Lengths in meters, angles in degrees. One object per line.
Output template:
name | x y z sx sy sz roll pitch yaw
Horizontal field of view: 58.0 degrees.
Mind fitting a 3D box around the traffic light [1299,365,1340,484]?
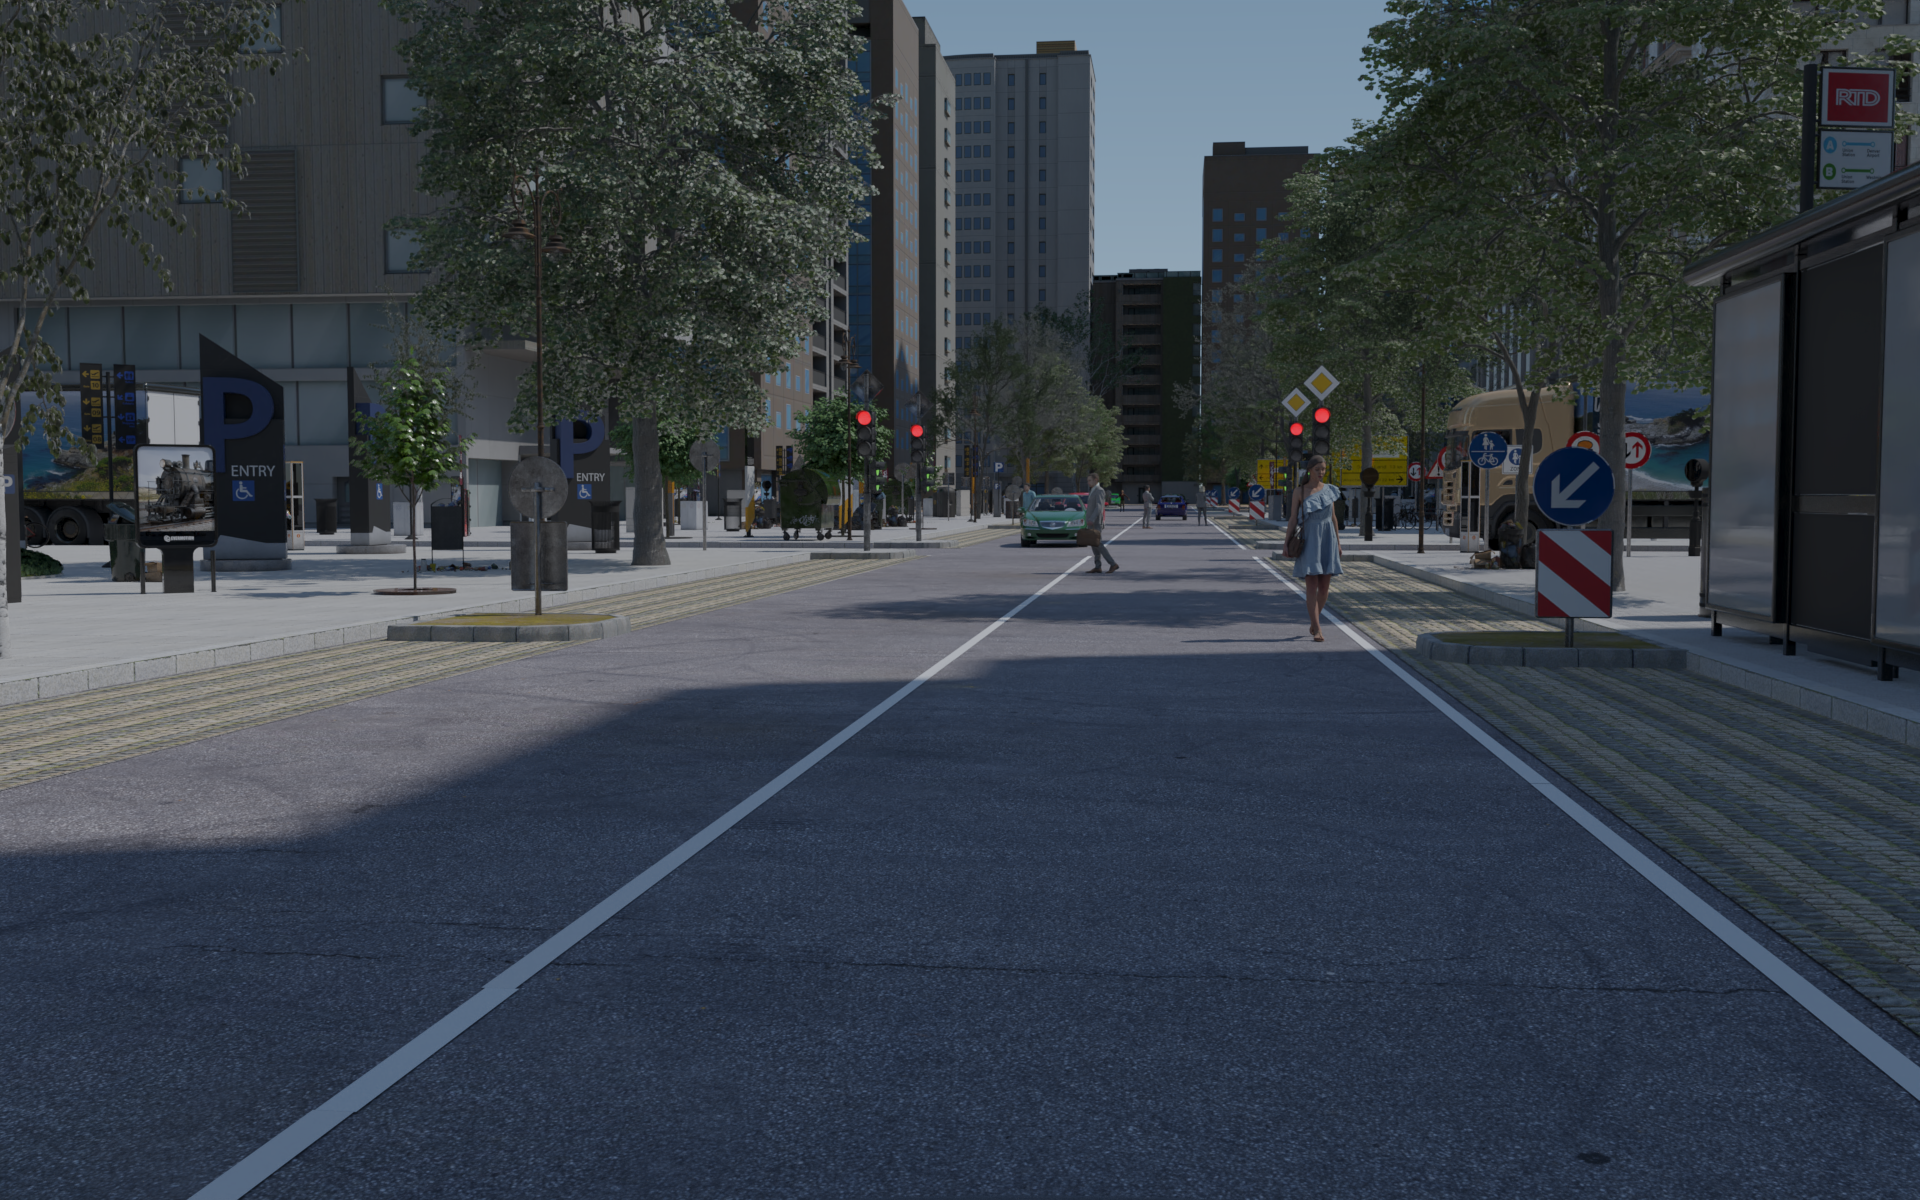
traffic light | 7.852 -2.990 37.809 0.839 4.253 0.868 0 4 7

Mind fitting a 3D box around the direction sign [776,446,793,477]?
direction sign | -8.192 -5.439 80.929 0.876 3.537 0.379 1 4 21

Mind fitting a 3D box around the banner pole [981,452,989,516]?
banner pole | 1.607 -6.940 103.480 0.401 3.779 0.863 0 4 1

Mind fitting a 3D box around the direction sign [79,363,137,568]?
direction sign | -14.802 -2.335 30.179 0.876 3.537 0.379 -3 4 -36

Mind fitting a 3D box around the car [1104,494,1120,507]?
car | 16.901 -11.176 191.529 1.959 1.807 4.718 0 4 7

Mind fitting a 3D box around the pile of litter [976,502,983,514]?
pile of litter | 0.892 -6.049 112.871 1.176 0.858 1.719 0 4 -7

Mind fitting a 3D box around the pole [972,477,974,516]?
pole | 0.744 -6.578 101.389 0.158 3.312 0.155 0 3 0

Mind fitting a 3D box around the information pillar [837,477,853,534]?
information pillar | -3.722 -3.967 56.222 0.504 3.616 0.183 -2 4 -34

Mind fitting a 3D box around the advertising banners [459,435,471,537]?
advertising banners | -14.862 -3.411 51.956 0.090 3.025 2.074 0 4 -8

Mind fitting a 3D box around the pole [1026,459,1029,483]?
pole | 3.904 -6.474 99.688 0.158 3.312 0.155 0 3 0

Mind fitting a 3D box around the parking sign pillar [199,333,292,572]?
parking sign pillar | -12.054 -2.487 29.130 1.447 3.967 1.447 -1 4 -17

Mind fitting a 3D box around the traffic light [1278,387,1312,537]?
traffic light | 8.836 -3.475 45.734 0.839 4.253 0.868 0 4 7

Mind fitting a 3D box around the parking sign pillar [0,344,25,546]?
parking sign pillar | -17.271 -2.571 30.502 1.447 3.967 1.447 -3 4 -36

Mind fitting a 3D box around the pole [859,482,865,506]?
pole | -3.752 -4.396 65.724 0.158 3.312 0.155 0 3 0

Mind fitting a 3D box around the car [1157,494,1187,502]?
car | 14.246 -6.524 116.451 2.009 1.686 4.222 1 4 8

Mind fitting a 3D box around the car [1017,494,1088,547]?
car | 2.707 -2.229 48.242 2.131 1.459 4.920 0 4 6

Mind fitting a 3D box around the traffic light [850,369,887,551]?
traffic light | -2.085 -3.064 39.022 0.839 4.253 0.868 0 4 7

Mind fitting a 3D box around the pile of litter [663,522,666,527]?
pile of litter | -12.245 -3.341 68.583 1.719 0.858 1.176 3 5 40

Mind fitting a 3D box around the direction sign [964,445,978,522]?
direction sign | 0.515 -5.381 79.975 0.876 3.537 0.379 3 5 44

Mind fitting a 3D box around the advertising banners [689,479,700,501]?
advertising banners | -14.013 -5.833 91.560 0.090 3.025 2.074 -2 4 -24

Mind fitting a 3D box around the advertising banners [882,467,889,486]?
advertising banners | -4.221 -7.181 113.591 2.074 3.025 0.090 -2 4 -26

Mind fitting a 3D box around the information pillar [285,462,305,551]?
information pillar | -15.115 -2.130 39.311 0.304 2.012 0.304 3 4 36

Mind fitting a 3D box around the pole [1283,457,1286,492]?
pole | 17.695 -6.153 94.452 0.158 3.312 0.155 0 3 0

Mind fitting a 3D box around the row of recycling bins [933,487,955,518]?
row of recycling bins | -0.855 -5.430 95.896 1.069 1.692 3.534 -1 4 -8

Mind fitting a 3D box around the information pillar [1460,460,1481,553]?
information pillar | 11.124 -2.035 37.761 0.304 2.012 0.304 -1 4 -22

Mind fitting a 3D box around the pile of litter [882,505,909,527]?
pile of litter | -2.767 -3.269 67.412 1.719 0.858 1.176 -1 4 -19

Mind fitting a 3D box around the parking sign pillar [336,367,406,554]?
parking sign pillar | -12.741 -2.991 37.370 1.447 3.967 1.447 0 4 2

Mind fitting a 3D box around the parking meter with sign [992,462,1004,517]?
parking meter with sign | 2.059 -6.085 95.744 0.543 3.016 1.738 0 4 -4

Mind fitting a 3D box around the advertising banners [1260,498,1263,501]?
advertising banners | 17.893 -6.518 102.753 0.090 3.025 2.074 2 4 28

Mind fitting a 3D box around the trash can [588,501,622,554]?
trash can | -7.685 -1.584 37.546 0.748 1.137 0.748 0 3 0

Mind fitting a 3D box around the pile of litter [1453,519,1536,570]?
pile of litter | 9.314 -0.969 29.815 1.719 0.858 1.176 0 4 4

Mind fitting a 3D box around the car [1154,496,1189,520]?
car | 11.678 -5.080 95.637 1.945 1.354 3.894 0 4 7

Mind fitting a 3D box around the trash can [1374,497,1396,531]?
trash can | 14.736 -2.964 60.116 0.748 1.137 0.748 0 3 0

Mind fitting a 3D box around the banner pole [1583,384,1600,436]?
banner pole | 13.296 -2.830 36.281 0.401 3.779 0.863 -3 5 -43

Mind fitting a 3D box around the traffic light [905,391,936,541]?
traffic light | -1.101 -3.549 46.947 0.839 4.253 0.868 0 4 7

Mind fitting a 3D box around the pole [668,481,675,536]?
pole | -8.809 -3.604 52.771 0.158 3.312 0.155 0 3 0

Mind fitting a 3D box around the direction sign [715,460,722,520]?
direction sign | -11.873 -5.696 85.133 0.379 3.537 0.876 0 4 2

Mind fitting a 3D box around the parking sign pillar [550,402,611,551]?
parking sign pillar | -8.733 -3.142 39.841 1.447 3.967 1.447 -2 4 -35

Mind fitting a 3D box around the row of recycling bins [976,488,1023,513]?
row of recycling bins | 2.766 -6.771 117.824 3.534 1.692 1.069 -1 4 -15

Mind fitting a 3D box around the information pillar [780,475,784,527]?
information pillar | -6.602 -3.736 65.572 0.304 2.012 0.304 2 4 27

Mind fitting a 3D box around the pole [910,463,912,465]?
pole | -3.150 -7.276 112.798 0.158 3.312 0.155 0 3 0

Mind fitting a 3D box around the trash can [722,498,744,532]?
trash can | -7.776 -2.912 59.266 0.748 1.137 0.748 0 3 0

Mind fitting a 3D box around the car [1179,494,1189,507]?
car | 18.100 -8.243 144.561 2.009 1.686 4.222 0 4 6

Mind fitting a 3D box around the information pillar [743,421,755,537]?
information pillar | -6.249 -3.673 51.409 0.183 3.616 0.504 1 4 18

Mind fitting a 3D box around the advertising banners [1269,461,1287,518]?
advertising banners | 17.012 -5.883 92.379 0.090 3.025 2.074 -1 4 -19

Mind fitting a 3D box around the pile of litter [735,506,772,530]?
pile of litter | -7.594 -3.024 63.415 1.176 0.858 1.719 3 5 44

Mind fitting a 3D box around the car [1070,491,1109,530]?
car | 4.963 -3.751 70.370 2.155 1.783 4.494 0 4 6

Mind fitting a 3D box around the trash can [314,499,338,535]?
trash can | -19.962 -2.625 54.569 0.748 1.137 0.748 0 3 0

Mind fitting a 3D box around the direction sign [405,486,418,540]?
direction sign | -15.489 -3.474 48.799 0.379 3.537 0.876 -2 4 -27

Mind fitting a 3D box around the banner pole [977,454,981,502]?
banner pole | 1.218 -7.185 107.491 0.401 3.779 0.863 2 4 31
